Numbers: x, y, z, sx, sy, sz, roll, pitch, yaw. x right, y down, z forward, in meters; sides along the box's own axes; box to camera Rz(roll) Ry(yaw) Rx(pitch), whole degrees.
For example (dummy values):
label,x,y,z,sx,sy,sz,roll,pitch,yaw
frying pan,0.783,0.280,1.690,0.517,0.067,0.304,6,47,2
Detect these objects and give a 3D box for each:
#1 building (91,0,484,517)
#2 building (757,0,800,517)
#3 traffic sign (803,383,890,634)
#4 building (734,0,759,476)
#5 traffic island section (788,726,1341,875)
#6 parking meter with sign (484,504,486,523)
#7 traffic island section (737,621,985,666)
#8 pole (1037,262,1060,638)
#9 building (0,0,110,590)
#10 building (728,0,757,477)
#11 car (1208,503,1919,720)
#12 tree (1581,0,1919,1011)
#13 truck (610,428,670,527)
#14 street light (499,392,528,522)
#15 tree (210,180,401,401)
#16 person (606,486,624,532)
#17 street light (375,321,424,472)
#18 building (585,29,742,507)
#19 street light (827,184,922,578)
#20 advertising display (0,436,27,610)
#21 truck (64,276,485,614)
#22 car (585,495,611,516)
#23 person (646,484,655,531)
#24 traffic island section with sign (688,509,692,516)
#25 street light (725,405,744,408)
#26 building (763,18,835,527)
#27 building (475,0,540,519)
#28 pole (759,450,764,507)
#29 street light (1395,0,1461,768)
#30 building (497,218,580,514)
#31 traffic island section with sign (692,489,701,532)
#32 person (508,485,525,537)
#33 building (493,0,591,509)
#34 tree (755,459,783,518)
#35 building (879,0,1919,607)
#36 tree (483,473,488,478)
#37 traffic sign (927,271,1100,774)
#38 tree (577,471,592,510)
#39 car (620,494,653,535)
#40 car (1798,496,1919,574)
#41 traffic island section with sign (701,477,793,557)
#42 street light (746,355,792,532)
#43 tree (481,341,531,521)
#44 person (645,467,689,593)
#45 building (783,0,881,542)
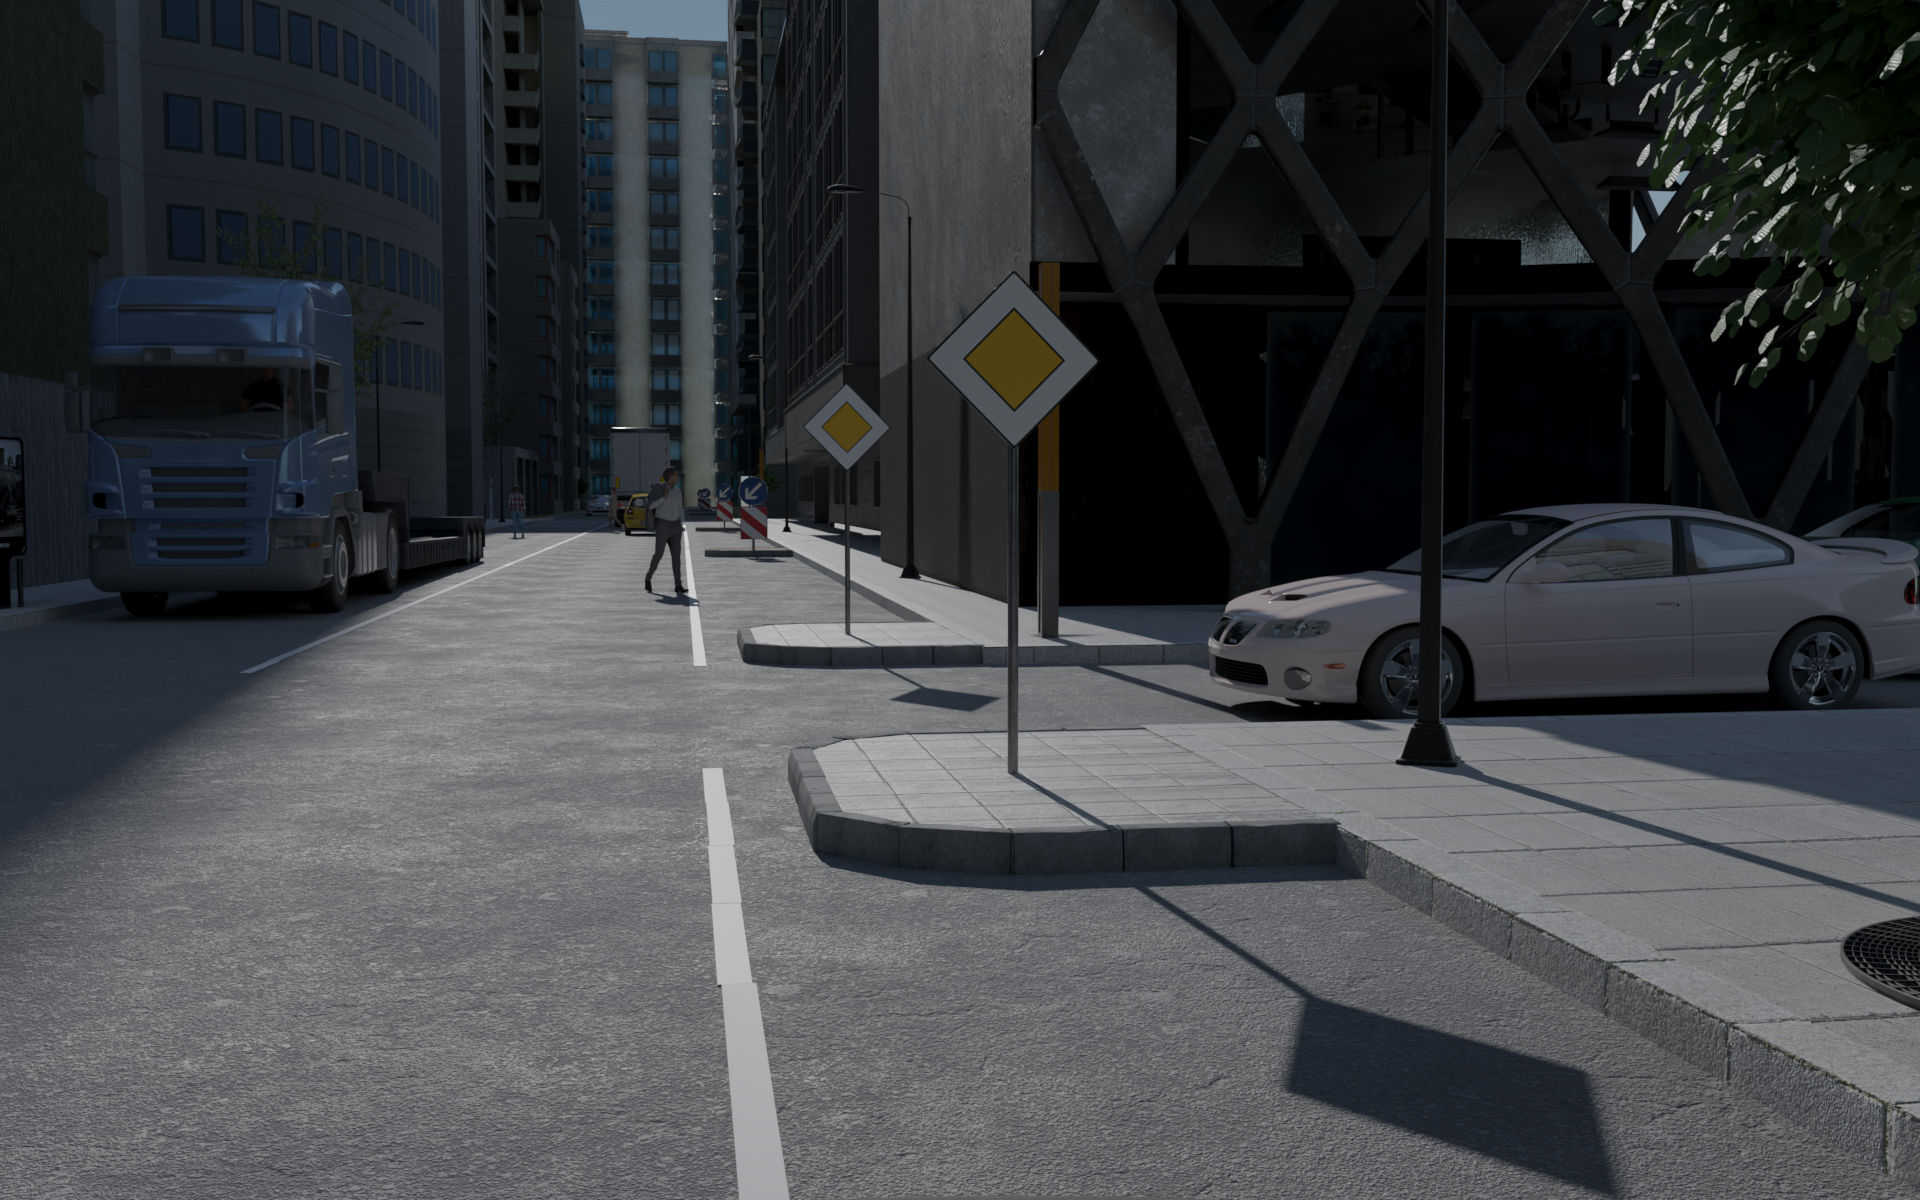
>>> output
label,x,y,z,sx,sy,sz,roll,pitch,yaw
building,-28.556,-31.503,57.066,21.231,58.520,28.212,-1,4,-9
building,-4.961,-20.248,102.749,14.160,30.474,14.107,-1,4,-9
traffic sign,-1.030,-0.743,15.784,0.795,2.450,0.064,-1,4,-9
building,-4.763,-28.723,124.251,22.147,44.769,28.867,-1,4,-9
traffic island section,0.262,0.875,7.981,2.009,0.180,2.903,-1,4,-9
parking meter with sign,-22.064,-5.021,78.357,1.738,3.016,0.543,3,5,42
traffic island section,-1.008,0.392,15.865,2.009,0.180,2.903,-1,4,-9
pole,0.788,-1.319,15.406,0.158,3.312,0.155,0,3,0
building,-19.251,-15.115,18.834,14.160,30.474,14.107,-1,4,-9
building,-6.538,-34.493,153.194,28.713,52.752,27.495,-1,4,-9
car,4.072,0.037,11.761,4.827,1.381,2.083,-1,4,-11
tree,3.139,-1.264,4.380,4.285,4.588,4.351,0,3,0
truck,-14.433,-5.497,78.782,2.839,4.237,11.283,-1,4,-9
street light,-20.248,-6.482,78.525,1.470,5.913,1.316,-1,4,-9
tree,-15.838,-5.584,41.658,4.737,8.622,4.395,0,3,0
person,-12.984,-3.412,65.040,0.466,1.731,0.760,3,5,42
street light,-15.026,-4.518,46.410,1.470,5.913,1.316,-1,4,-9
building,-37.482,-34.375,181.642,30.456,49.044,23.786,-1,4,-9
street light,-1.297,-3.285,26.244,1.470,5.913,1.316,-1,4,-9
advertising display,-10.704,-0.854,19.181,0.123,1.923,0.974,0,4,6
truck,-9.830,-2.316,27.618,2.967,4.110,18.799,-1,4,-9
car,-23.884,-6.294,115.264,2.083,1.381,4.827,-1,4,-10
person,-11.904,-3.563,66.769,0.660,1.820,0.620,0,4,3
traffic island section with sign,-17.192,-6.587,116.330,1.989,1.847,2.006,-1,4,-9
street light,-11.516,-7.195,90.177,1.470,5.913,1.316,-1,4,-9
building,-0.748,-15.708,75.894,14.314,24.678,30.058,-1,4,-9
building,-34.565,-40.202,95.557,20.563,71.187,20.611,-1,4,-9
pole,-9.159,-5.270,80.007,0.158,3.312,0.155,0,3,0
street light,1.707,-2.171,8.034,1.470,5.913,1.316,-1,4,-9
building,-41.672,-16.894,121.253,27.650,21.520,28.899,-1,4,-9
traffic island section with sign,-9.204,-3.556,66.775,1.989,1.847,2.006,-1,4,-9
person,-14.728,-2.949,57.560,0.563,1.720,0.643,-1,4,-18
building,-43.869,-32.279,151.456,21.600,48.544,21.300,-1,4,-9
tree,-10.420,-6.033,93.240,1.663,3.219,1.824,0,3,0
building,8.069,-9.666,25.494,16.811,18.784,16.820,-1,4,-9
tree,-21.570,-4.941,75.383,1.663,3.219,1.824,0,3,0
traffic sign,0.240,-0.260,7.901,0.795,2.450,0.064,-1,4,-9
tree,-30.839,-8.937,140.726,1.663,3.219,1.824,0,3,0
car,-11.093,-3.151,61.745,2.015,1.641,3.980,-1,4,-10
car,8.821,-0.151,14.264,4.920,1.459,2.131,-1,4,-11
traffic island section with sign,-4.925,-1.929,40.160,1.989,1.847,2.006,-1,4,-9
street light,-6.379,-5.240,58.215,1.470,5.913,1.316,-1,4,-9
tree,-22.612,-8.080,82.475,4.360,8.622,3.978,0,3,0
person,-4.314,-1.020,25.280,0.850,1.850,0.679,3,4,38
building,2.758,-15.621,48.918,14.314,27.812,24.014,-1,4,-9
